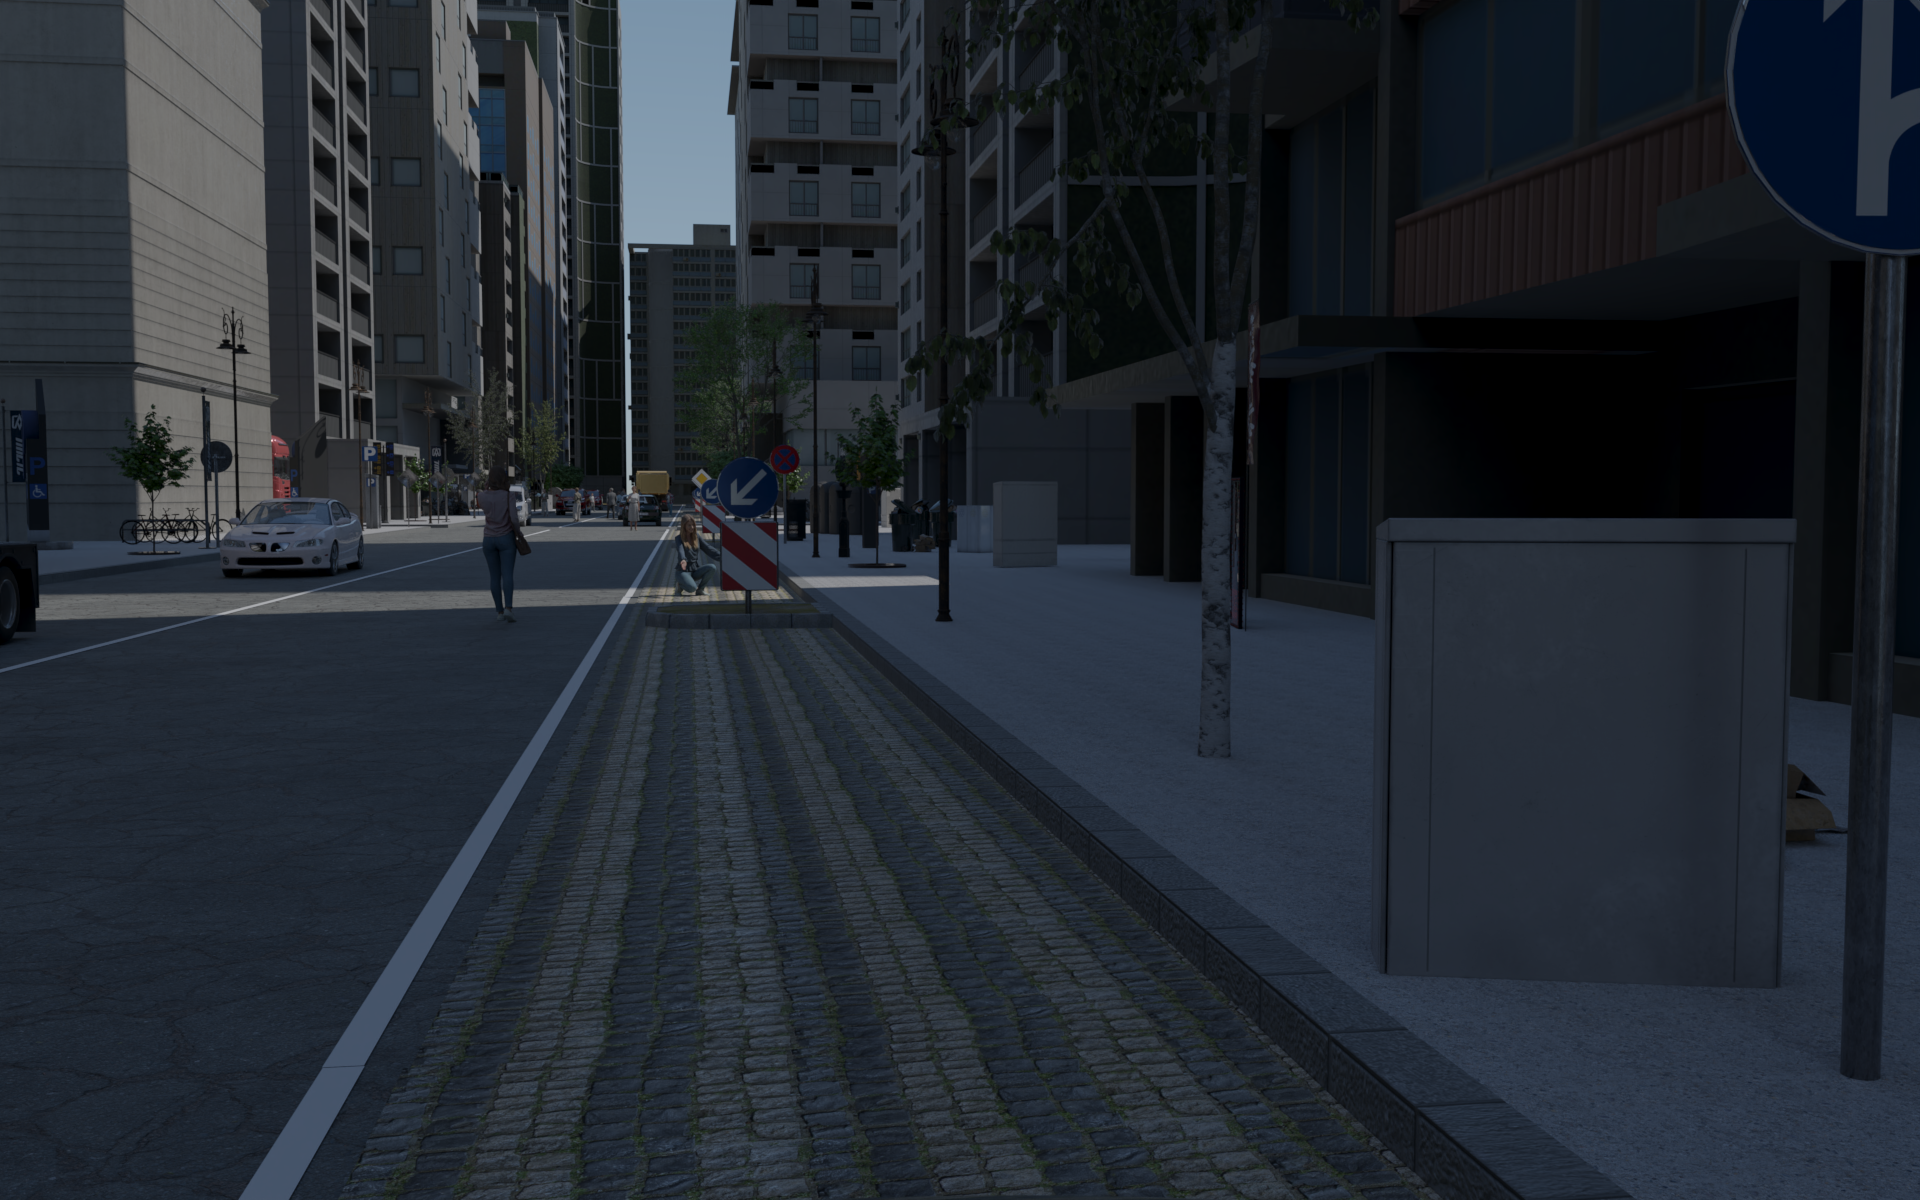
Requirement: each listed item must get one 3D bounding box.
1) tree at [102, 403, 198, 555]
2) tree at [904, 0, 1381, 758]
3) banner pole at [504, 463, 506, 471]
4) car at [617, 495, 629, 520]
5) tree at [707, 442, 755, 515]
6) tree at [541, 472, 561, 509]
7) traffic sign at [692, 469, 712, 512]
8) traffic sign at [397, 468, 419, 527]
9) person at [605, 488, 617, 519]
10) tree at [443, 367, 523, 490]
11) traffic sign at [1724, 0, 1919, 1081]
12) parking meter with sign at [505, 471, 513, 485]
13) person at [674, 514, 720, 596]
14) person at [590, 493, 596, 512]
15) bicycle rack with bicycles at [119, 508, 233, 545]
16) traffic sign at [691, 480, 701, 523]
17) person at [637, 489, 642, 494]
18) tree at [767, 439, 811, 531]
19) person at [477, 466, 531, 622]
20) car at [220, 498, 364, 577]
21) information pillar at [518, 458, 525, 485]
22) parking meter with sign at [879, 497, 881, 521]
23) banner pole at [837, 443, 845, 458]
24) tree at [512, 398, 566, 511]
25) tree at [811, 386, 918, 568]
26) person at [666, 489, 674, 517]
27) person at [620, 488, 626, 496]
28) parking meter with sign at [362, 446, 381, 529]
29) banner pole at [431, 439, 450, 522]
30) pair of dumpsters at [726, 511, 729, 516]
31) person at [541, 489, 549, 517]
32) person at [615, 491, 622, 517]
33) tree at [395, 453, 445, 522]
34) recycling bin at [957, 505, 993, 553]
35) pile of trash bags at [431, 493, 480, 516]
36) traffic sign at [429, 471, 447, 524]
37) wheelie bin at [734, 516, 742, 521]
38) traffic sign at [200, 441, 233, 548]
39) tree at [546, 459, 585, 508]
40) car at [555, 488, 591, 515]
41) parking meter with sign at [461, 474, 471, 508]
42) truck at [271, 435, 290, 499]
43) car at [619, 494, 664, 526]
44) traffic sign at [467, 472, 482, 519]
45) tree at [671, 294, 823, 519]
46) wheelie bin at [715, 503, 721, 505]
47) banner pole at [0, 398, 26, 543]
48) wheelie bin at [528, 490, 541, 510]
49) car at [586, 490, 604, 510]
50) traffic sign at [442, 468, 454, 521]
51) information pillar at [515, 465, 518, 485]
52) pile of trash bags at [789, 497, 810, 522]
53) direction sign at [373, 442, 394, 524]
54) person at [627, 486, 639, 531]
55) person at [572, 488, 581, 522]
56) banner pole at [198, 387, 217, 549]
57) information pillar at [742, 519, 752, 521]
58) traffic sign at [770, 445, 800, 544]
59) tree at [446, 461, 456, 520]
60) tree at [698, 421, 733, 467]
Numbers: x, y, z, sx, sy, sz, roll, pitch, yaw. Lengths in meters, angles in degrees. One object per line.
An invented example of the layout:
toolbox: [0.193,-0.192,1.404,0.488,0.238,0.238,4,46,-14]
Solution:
tree: [-16.999,-2.577,36.739,1.663,3.219,1.824,0,3,0]
tree: [1.086,-3.550,8.402,4.360,8.622,3.978,0,3,0]
banner pole: [-36.351,-9.085,138.549,0.401,3.779,0.863,-1,4,-19]
car: [-18.263,-5.208,97.146,2.014,1.417,4.499,-1,4,-8]
tree: [-14.256,-7.651,108.815,4.285,4.588,4.351,0,3,0]
tree: [-35.802,-9.555,150.826,1.663,3.219,1.824,0,3,0]
traffic sign: [-10.205,-3.966,68.490,0.795,2.450,0.064,-1,4,-9]
traffic sign: [-21.269,-3.862,66.789,0.795,2.450,0.064,-1,4,-9]
person: [-20.225,-5.587,100.253,0.661,1.777,0.834,-3,4,-39]
tree: [-27.317,-9.112,99.337,4.360,8.622,3.978,0,3,0]
traffic sign: [1.989,-0.223,3.747,0.768,2.556,0.104,0,4,-2]
parking meter with sign: [-33.465,-8.108,128.827,0.543,3.016,1.738,1,4,16]
person: [-3.638,-0.629,24.286,1.012,1.151,0.738,-3,4,-39]
person: [-30.148,-8.015,142.137,0.523,1.515,0.503,1,4,14]
bicycle rack with bicycles: [-20.604,-1.956,45.359,2.925,0.926,2.852,-2,4,-34]
traffic sign: [-11.438,-4.449,76.380,0.795,2.450,0.064,-1,4,-9]
person: [-24.642,-7.618,133.169,0.853,1.813,0.709,-3,5,-40]
tree: [-5.908,-4.043,60.700,1.663,3.219,1.824,0,3,0]
person: [-5.159,-0.637,19.508,0.593,1.750,0.643,0,4,3]
car: [-12.085,-1.174,31.555,2.083,1.381,4.827,-1,4,-10]
information pillar: [-28.458,-7.435,112.921,0.183,3.616,0.504,0,4,5]
parking meter with sign: [-4.109,-5.211,81.460,1.738,3.016,0.543,-3,5,-41]
banner pole: [-5.312,-5.338,77.292,0.401,3.779,0.863,-2,4,-34]
tree: [-32.115,-11.155,132.746,4.737,8.622,4.395,0,3,0]
tree: [-1.367,-2.190,30.405,1.663,3.219,1.824,0,3,0]
person: [-18.266,-6.107,109.186,0.563,1.720,0.643,2,4,31]
person: [-21.836,-6.358,112.627,0.473,1.802,0.592,1,4,23]
parking meter with sign: [-21.710,-4.145,64.027,0.543,3.016,1.738,-1,4,-13]
banner pole: [-23.679,-5.439,78.946,0.863,3.779,0.401,0,3,0]
pair of dumpsters: [-13.527,-6.175,103.447,1.574,2.255,4.437,-1,4,-9]
person: [-26.446,-6.189,110.236,0.519,1.759,0.362,0,4,7]
person: [-21.165,-5.951,107.607,0.589,1.601,0.330,-3,4,-37]
tree: [-25.388,-5.290,81.089,1.663,3.219,1.824,0,3,0]
recycling bin: [0.421,-1.563,38.115,0.722,1.027,0.722,-3,5,-44]
pile of trash bags: [-29.976,-5.742,103.642,1.912,1.369,3.447,3,5,44]
traffic sign: [-22.502,-4.345,74.679,0.795,2.450,0.064,-1,4,-9]
wheelie bin: [-9.861,-4.299,78.191,0.980,1.594,0.693,0,4,-6]
traffic sign: [-17.794,-2.529,41.462,0.768,2.556,0.104,0,4,-1]
tree: [-38.743,-11.484,171.481,4.285,4.588,4.351,0,3,0]
car: [-26.264,-6.670,117.735,2.281,1.827,5.304,0,4,-7]
parking meter with sign: [-38.748,-8.523,135.613,0.543,3.016,1.738,-2,4,-27]
truck: [-31.638,-4.843,68.104,11.283,4.237,2.839,-1,4,-9]
car: [-14.345,-4.178,78.104,2.009,1.686,4.222,-1,4,-10]
traffic sign: [-25.030,-5.392,89.337,0.795,2.450,0.064,0,4,-4]
tree: [-11.080,-9.988,89.064,9.928,11.665,9.643,0,3,0]
wheelie bin: [-20.022,-8.272,143.150,0.693,1.594,0.980,1,4,16]
banner pole: [-24.842,-3.394,45.516,0.863,3.779,0.401,-1,4,-14]
wheelie bin: [-34.414,-8.095,140.267,0.980,1.594,0.693,0,4,-6]
car: [-33.222,-9.003,155.879,2.281,1.827,5.304,-1,4,-10]
traffic sign: [-24.771,-5.102,83.530,0.768,2.556,0.104,0,4,-4]
information pillar: [-35.669,-9.084,139.878,0.504,3.616,0.183,0,4,7]
pile of trash bags: [-6.719,-4.324,80.447,1.912,1.369,3.447,-2,4,-33]
direction sign: [-25.103,-5.107,75.499,0.876,3.537,0.379,-1,4,-9]
person: [-12.777,-3.593,67.816,0.480,1.755,0.524,-1,4,-23]
person: [-19.837,-4.926,89.589,0.362,1.759,0.519,2,4,31]
banner pole: [-17.716,-3.105,40.788,0.401,3.779,0.863,-1,4,-11]
information pillar: [-8.269,-3.836,67.206,0.304,2.012,0.304,3,4,38]
traffic sign: [-4.522,-2.730,44.734,0.768,2.556,0.104,0,4,-8]
tree: [-25.736,-5.582,85.875,1.663,3.219,1.824,0,3,0]
tree: [-22.964,-13.198,166.141,4.737,8.622,4.395,0,3,0]
